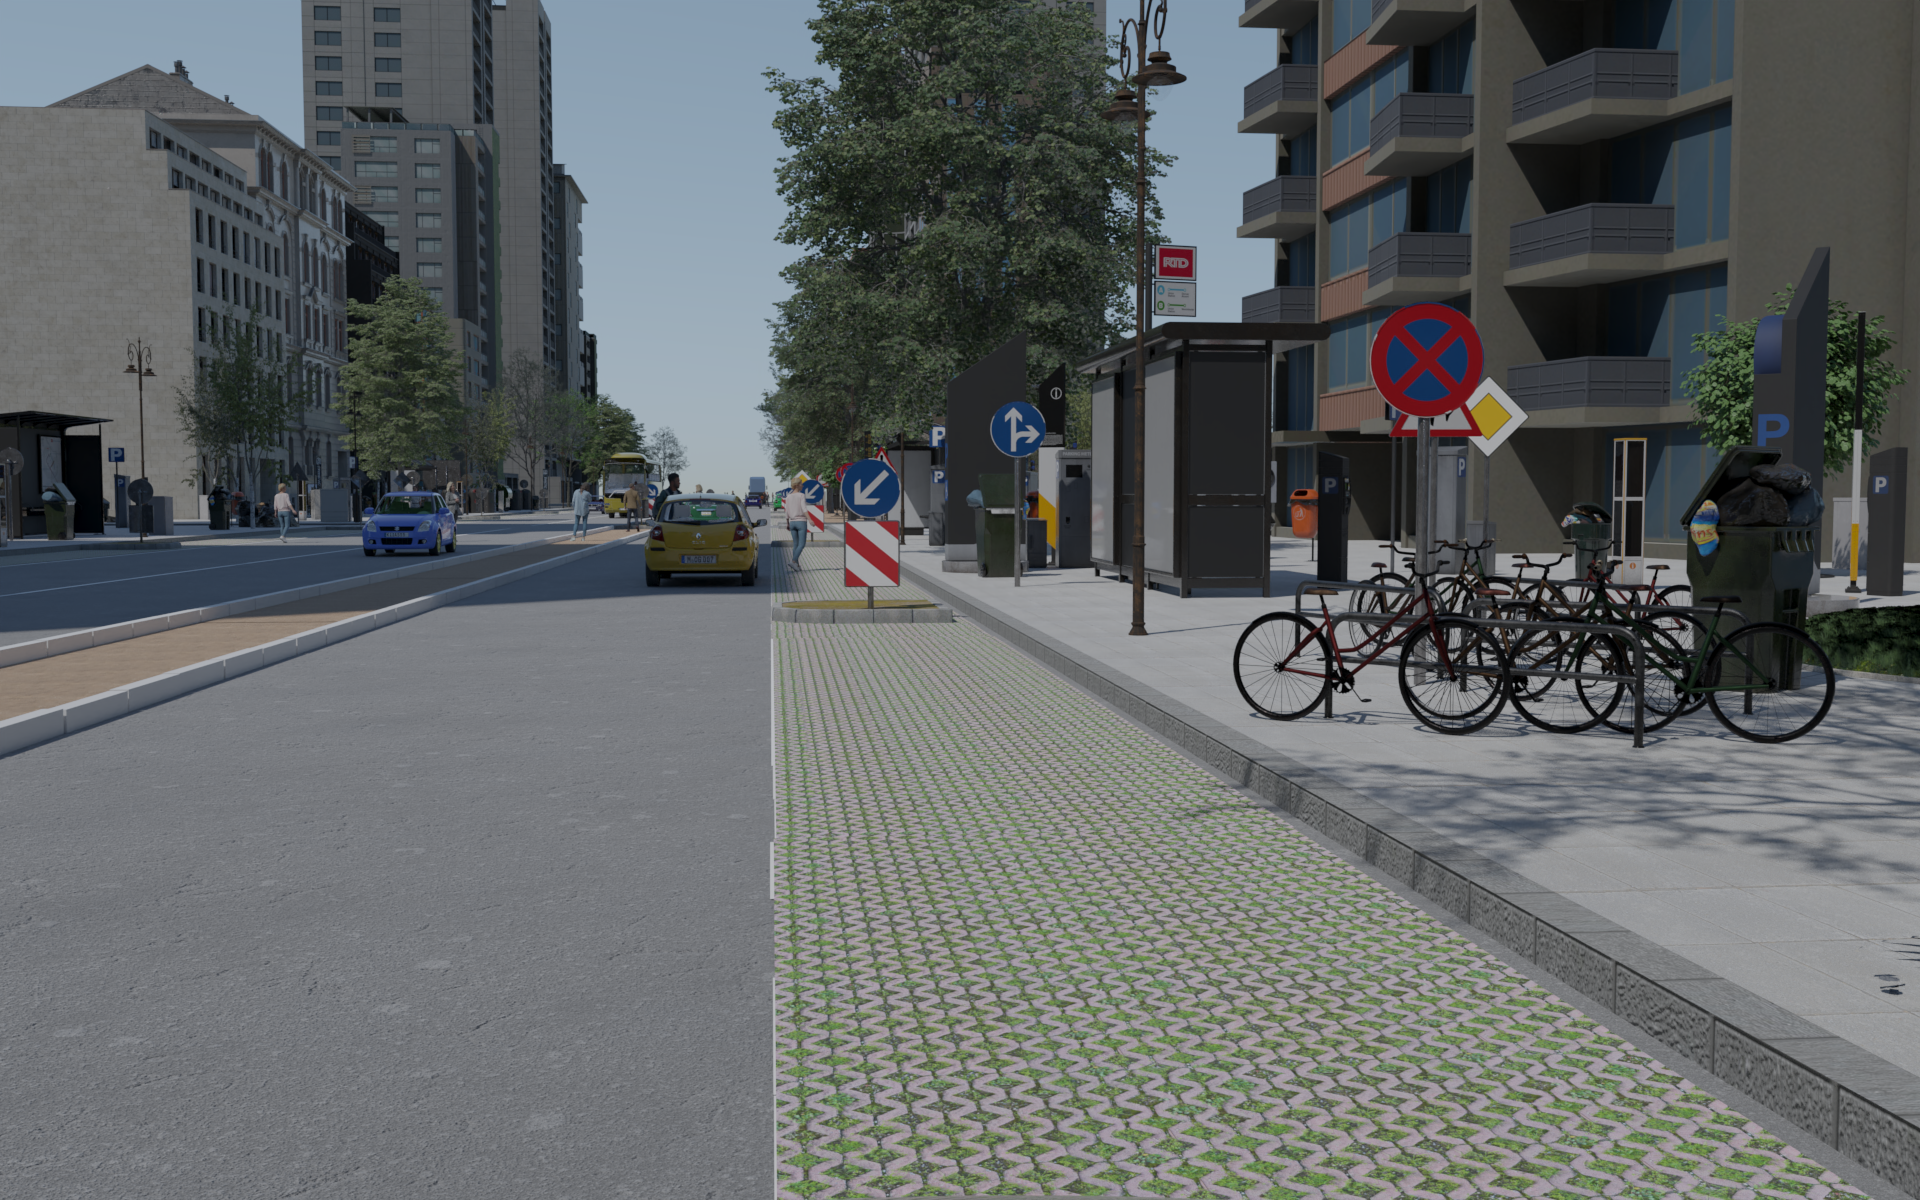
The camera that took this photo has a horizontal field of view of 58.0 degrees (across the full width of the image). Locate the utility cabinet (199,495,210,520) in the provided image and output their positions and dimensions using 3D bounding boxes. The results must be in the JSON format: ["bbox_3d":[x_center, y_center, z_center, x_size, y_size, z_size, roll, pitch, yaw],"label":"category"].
[{"bbox_3d":[-37.652,-4.612,86.563,1.020,1.237,0.306,3,5,45],"label":"utility cabinet"}]

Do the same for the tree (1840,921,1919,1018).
[{"bbox_3d":[2.966,-5.718,3.855,12.009,13.543,11.850,0,3,0],"label":"tree"}]

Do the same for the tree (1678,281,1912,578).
[{"bbox_3d":[12.932,-2.641,26.899,4.285,4.588,4.351,0,3,0],"label":"tree"}]

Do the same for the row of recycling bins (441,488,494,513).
[{"bbox_3d":[-32.884,-6.639,115.658,3.534,1.692,1.069,-3,4,-38],"label":"row of recycling bins"}]

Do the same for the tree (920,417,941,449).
[{"bbox_3d":[-3.393,-10.552,122.881,4.360,8.622,3.978,0,3,0],"label":"tree"}]

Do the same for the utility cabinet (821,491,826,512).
[{"bbox_3d":[-9.625,-6.931,122.005,0.318,1.500,1.173,-1,4,-9],"label":"utility cabinet"}]

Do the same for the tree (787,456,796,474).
[{"bbox_3d":[-19.758,-16.394,218.409,4.737,8.622,4.395,0,3,0],"label":"tree"}]

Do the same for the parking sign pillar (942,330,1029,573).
[{"bbox_3d":[0.416,-2.452,28.555,1.447,3.967,1.447,0,4,-7],"label":"parking sign pillar"}]

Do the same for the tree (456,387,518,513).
[{"bbox_3d":[-32.100,-10.305,118.843,4.737,8.622,4.395,0,3,0],"label":"tree"}]

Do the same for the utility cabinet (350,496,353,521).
[{"bbox_3d":[-29.030,-4.348,82.250,0.306,1.237,1.020,-1,4,-15],"label":"utility cabinet"}]

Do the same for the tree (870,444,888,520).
[{"bbox_3d":[-2.637,-3.899,58.347,1.663,3.219,1.824,0,3,0],"label":"tree"}]

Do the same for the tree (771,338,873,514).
[{"bbox_3d":[-8.485,-11.903,112.737,7.486,12.596,7.792,0,3,0],"label":"tree"}]

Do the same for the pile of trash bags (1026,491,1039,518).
[{"bbox_3d":[2.948,-2.068,43.563,3.447,1.369,1.912,3,5,43],"label":"pile of trash bags"}]

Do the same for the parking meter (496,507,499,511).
[{"bbox_3d":[-34.334,-7.364,128.804,0.372,1.533,0.369,0,3,0],"label":"parking meter"}]

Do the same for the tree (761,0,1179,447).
[{"bbox_3d":[0.282,-7.956,36.737,9.857,13.997,8.962,0,3,0],"label":"tree"}]

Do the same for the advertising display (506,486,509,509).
[{"bbox_3d":[-34.731,-7.797,132.696,0.123,1.923,0.974,-2,4,-27],"label":"advertising display"}]

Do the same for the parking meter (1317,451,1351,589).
[{"bbox_3d":[5.068,-1.086,23.465,0.399,1.863,0.255,2,4,32],"label":"parking meter"}]

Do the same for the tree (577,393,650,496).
[{"bbox_3d":[-39.848,-16.924,194.829,7.486,12.596,7.792,0,3,0],"label":"tree"}]

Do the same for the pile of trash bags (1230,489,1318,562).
[{"bbox_3d":[5.557,-1.467,33.732,1.912,1.369,3.447,-3,5,-44],"label":"pile of trash bags"}]

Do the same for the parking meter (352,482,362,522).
[{"bbox_3d":[-27.464,-4.479,78.949,0.399,1.863,0.255,3,4,36],"label":"parking meter"}]

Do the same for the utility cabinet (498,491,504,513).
[{"bbox_3d":[-31.302,-6.691,118.083,0.318,1.500,1.173,-1,4,-13],"label":"utility cabinet"}]

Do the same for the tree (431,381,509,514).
[{"bbox_3d":[-31.100,-9.896,112.164,4.360,8.622,3.978,0,3,0],"label":"tree"}]

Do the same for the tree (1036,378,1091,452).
[{"bbox_3d":[7.260,-9.497,105.646,4.737,8.622,4.395,0,3,0],"label":"tree"}]

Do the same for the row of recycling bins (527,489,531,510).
[{"bbox_3d":[-35.831,-8.059,138.870,1.069,1.692,3.534,2,4,29],"label":"row of recycling bins"}]

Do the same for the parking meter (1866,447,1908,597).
[{"bbox_3d":[11.661,-0.985,21.810,0.255,1.863,0.399,-1,4,-21],"label":"parking meter"}]

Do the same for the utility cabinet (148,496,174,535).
[{"bbox_3d":[-25.009,-2.633,54.209,1.020,1.237,0.306,3,4,37],"label":"utility cabinet"}]

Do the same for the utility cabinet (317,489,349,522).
[{"bbox_3d":[-28.312,-4.262,78.363,1.173,1.500,0.318,-1,4,-17],"label":"utility cabinet"}]

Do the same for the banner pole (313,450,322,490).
[{"bbox_3d":[-36.905,-6.694,99.467,0.401,3.779,0.863,1,4,17],"label":"banner pole"}]

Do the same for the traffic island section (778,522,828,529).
[{"bbox_3d":[-6.494,-3.018,71.629,2.009,0.180,2.903,0,4,-6],"label":"traffic island section"}]

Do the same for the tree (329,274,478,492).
[{"bbox_3d":[-28.727,-10.496,89.738,7.486,12.596,7.792,0,3,0],"label":"tree"}]

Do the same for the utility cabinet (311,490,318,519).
[{"bbox_3d":[-32.641,-4.835,87.731,0.318,1.500,1.173,-2,4,-29],"label":"utility cabinet"}]

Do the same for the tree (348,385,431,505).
[{"bbox_3d":[-38.543,-10.160,116.485,4.360,8.622,3.978,0,3,0],"label":"tree"}]

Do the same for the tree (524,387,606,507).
[{"bbox_3d":[-38.372,-14.877,168.994,9.928,11.665,9.643,0,3,0],"label":"tree"}]

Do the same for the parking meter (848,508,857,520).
[{"bbox_3d":[-4.322,-3.894,69.383,0.255,1.863,0.399,-2,4,-29],"label":"parking meter"}]

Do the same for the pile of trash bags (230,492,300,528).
[{"bbox_3d":[-27.452,-3.543,67.681,3.447,1.369,1.912,2,4,35],"label":"pile of trash bags"}]

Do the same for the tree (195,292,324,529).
[{"bbox_3d":[-25.910,-6.929,63.659,4.737,8.622,4.395,0,3,0],"label":"tree"}]

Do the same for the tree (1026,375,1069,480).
[{"bbox_3d":[3.186,-8.582,90.672,4.360,8.622,3.978,0,3,0],"label":"tree"}]

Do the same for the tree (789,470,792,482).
[{"bbox_3d":[-10.211,-9.134,133.059,4.285,4.588,4.351,0,3,0],"label":"tree"}]

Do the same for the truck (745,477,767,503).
[{"bbox_3d":[-30.868,-16.638,261.793,2.967,4.110,18.799,0,4,-4],"label":"truck"}]

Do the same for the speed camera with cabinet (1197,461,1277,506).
[{"bbox_3d":[7.353,-3.159,45.983,2.038,3.252,0.660,-1,4,-14],"label":"speed camera with cabinet"}]

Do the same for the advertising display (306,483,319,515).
[{"bbox_3d":[-39.502,-6.144,105.662,0.123,1.923,0.974,1,4,20],"label":"advertising display"}]

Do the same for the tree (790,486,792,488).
[{"bbox_3d":[-29.583,-19.046,306.004,1.663,3.219,1.824,0,3,0],"label":"tree"}]

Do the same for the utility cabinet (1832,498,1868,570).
[{"bbox_3d":[15.317,-1.121,29.488,0.306,1.237,1.020,-1,4,-9],"label":"utility cabinet"}]

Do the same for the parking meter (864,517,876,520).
[{"bbox_3d":[-2.852,-2.830,54.688,0.372,1.533,0.369,0,3,0],"label":"parking meter"}]

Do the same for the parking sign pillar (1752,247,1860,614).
[{"bbox_3d":[8.899,-1.842,18.588,1.447,3.967,1.447,3,5,39],"label":"parking sign pillar"}]

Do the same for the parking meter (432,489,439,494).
[{"bbox_3d":[-28.605,-5.261,94.435,0.372,1.533,0.369,0,3,0],"label":"parking meter"}]

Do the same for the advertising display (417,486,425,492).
[{"bbox_3d":[-46.857,-8.860,150.069,0.974,1.923,0.123,-2,4,-35],"label":"advertising display"}]

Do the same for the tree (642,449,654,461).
[{"bbox_3d":[-49.980,-19.827,274.540,4.737,8.622,4.395,0,3,0],"label":"tree"}]

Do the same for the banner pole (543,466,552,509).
[{"bbox_3d":[-36.150,-9.886,151.654,0.863,3.779,0.401,-3,5,-40],"label":"banner pole"}]

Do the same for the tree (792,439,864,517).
[{"bbox_3d":[-6.589,-7.020,98.499,4.285,4.588,4.351,0,3,0],"label":"tree"}]

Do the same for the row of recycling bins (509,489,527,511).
[{"bbox_3d":[-35.879,-7.853,135.512,3.534,1.692,1.069,1,4,20],"label":"row of recycling bins"}]

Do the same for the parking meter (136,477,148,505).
[{"bbox_3d":[-28.201,-3.302,59.694,0.399,1.863,0.255,0,4,0],"label":"parking meter"}]

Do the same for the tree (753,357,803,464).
[{"bbox_3d":[-23.950,-23.510,240.275,12.611,20.169,13.585,0,3,0],"label":"tree"}]

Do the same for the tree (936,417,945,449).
[{"bbox_3d":[-0.960,-11.968,146.039,4.737,8.622,4.395,0,3,0],"label":"tree"}]

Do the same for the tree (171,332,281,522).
[{"bbox_3d":[-32.863,-7.803,77.934,4.360,8.622,3.978,0,3,0],"label":"tree"}]

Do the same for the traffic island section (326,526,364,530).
[{"bbox_3d":[-24.131,-2.901,69.712,2.009,0.180,2.903,0,4,-6],"label":"traffic island section"}]
